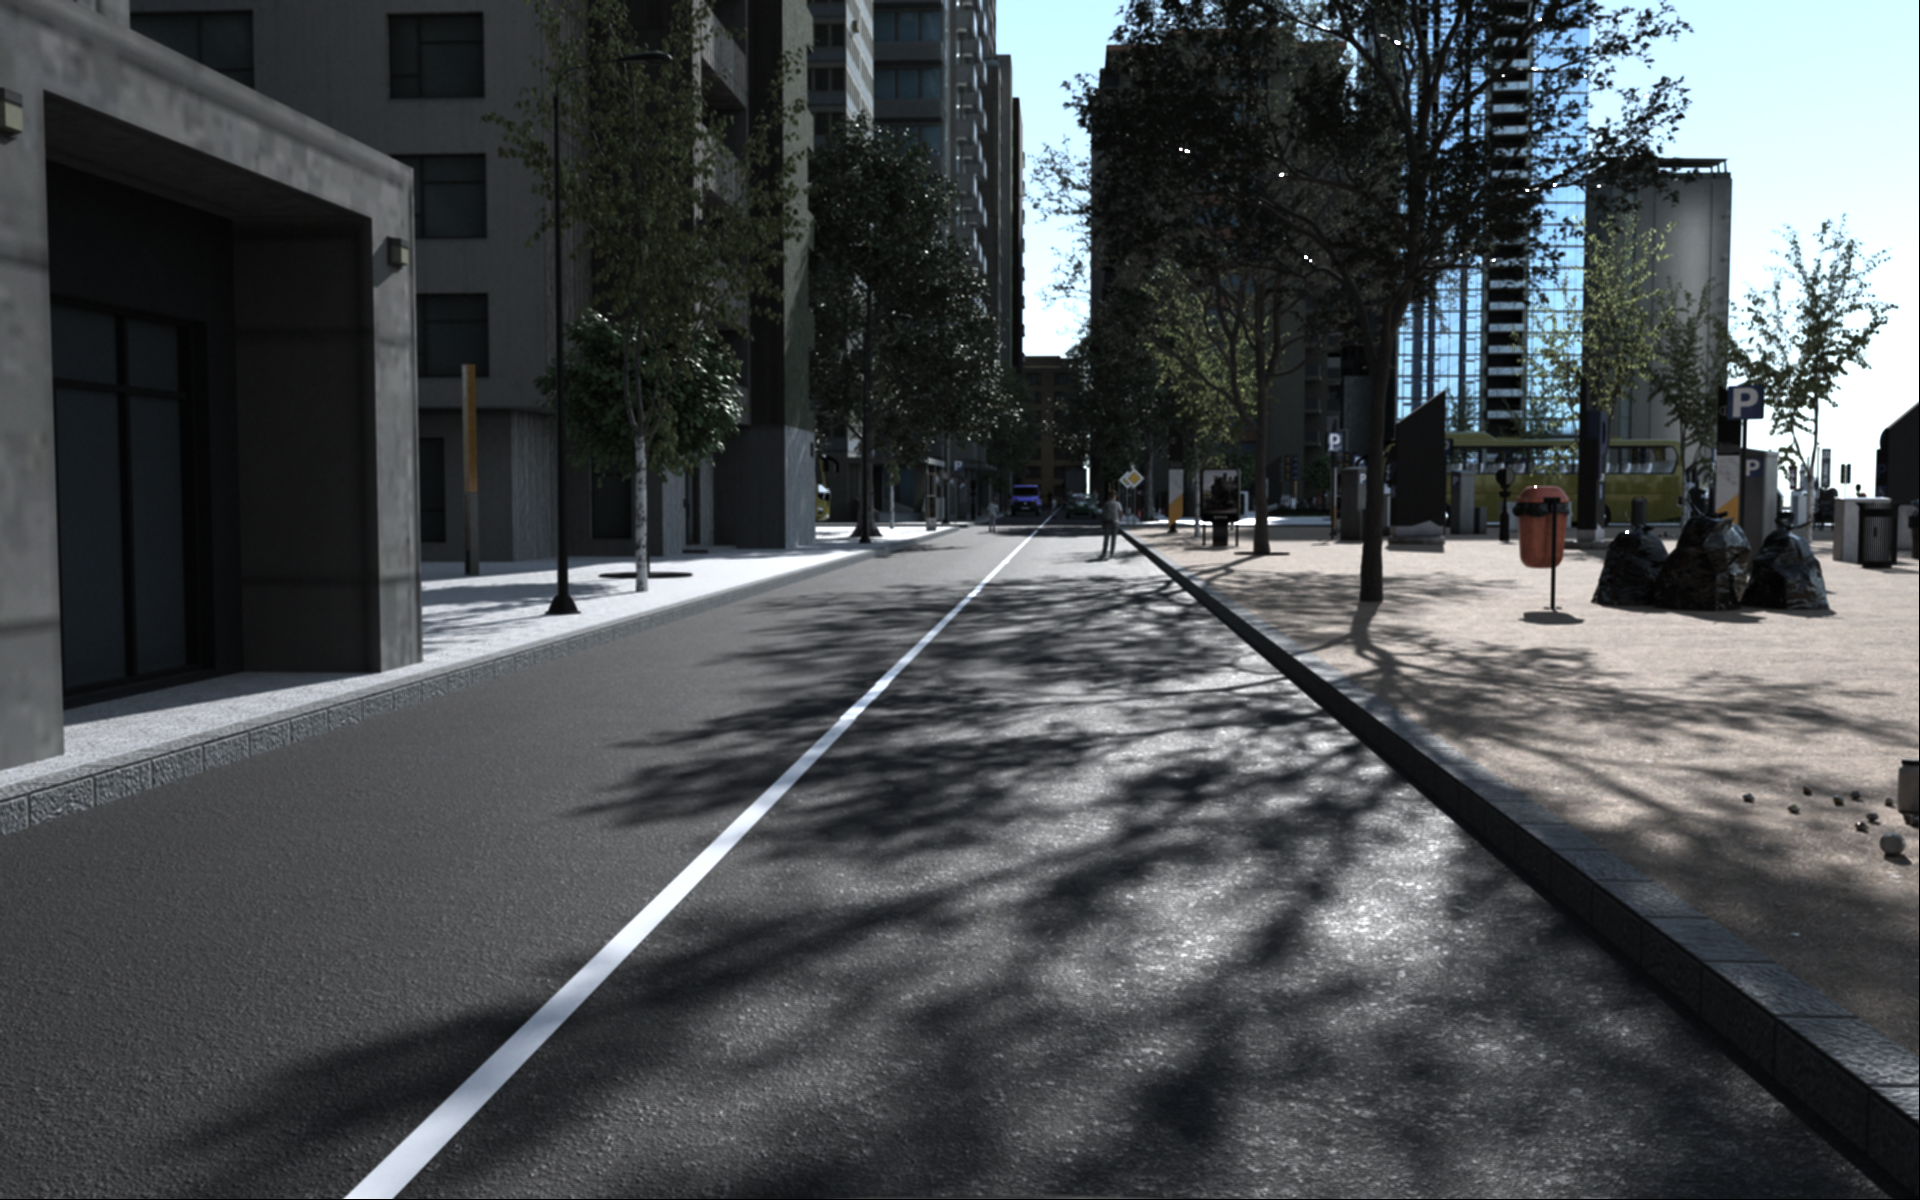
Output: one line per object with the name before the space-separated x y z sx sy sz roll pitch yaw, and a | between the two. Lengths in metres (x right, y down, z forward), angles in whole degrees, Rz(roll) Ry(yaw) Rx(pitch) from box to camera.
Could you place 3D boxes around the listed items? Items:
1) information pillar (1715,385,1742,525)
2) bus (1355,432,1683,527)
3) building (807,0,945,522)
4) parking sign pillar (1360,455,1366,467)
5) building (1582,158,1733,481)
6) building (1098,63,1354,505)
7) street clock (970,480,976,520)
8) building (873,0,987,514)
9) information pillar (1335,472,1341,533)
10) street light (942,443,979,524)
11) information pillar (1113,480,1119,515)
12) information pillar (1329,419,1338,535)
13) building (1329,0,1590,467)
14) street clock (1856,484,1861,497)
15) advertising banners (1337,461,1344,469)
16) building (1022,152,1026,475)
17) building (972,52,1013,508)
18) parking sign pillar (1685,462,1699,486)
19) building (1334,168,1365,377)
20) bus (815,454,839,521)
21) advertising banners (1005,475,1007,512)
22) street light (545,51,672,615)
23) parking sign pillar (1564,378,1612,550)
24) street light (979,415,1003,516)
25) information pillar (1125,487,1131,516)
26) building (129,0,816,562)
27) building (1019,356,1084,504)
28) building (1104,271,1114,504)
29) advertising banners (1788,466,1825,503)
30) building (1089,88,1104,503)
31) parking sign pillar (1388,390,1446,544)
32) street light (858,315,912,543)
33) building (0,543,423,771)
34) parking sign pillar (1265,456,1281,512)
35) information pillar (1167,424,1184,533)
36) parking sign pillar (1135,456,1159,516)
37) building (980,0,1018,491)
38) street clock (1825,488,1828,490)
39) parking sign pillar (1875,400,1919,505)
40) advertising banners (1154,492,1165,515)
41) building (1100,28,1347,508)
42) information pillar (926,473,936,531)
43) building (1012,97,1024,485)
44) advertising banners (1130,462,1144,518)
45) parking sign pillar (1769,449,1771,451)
information pillar | 16.411 -2.793 37.028 0.504 3.616 0.183 2 4 26
bus | 22.166 -4.738 69.016 12.252 3.916 2.896 0 4 4
building | -17.215 -24.136 86.501 32.217 40.220 23.993 0 4 4
parking sign pillar | 27.534 -7.976 118.874 1.447 3.967 1.447 0 4 2
building | 84.816 -32.370 212.851 14.086 41.232 14.154 0 4 4
building | 31.060 -37.958 209.858 28.713 52.752 27.495 0 4 4
street clock | 0.661 -5.016 86.584 0.358 2.002 0.471 0 4 7
building | -9.642 -30.664 120.971 23.786 49.044 30.456 0 4 4
information pillar | 12.699 -3.258 57.756 0.304 2.012 0.304 1 4 18
street light | -0.068 -6.247 74.672 1.470 5.913 1.316 0 4 4
information pillar | 8.119 -5.225 89.916 0.304 2.012 0.304 0 4 8
information pillar | 11.645 -3.829 53.964 0.183 3.616 0.504 0 4 1
building | 61.985 -54.864 209.701 31.000 86.520 22.319 0 4 4
street clock | 65.614 -7.460 126.546 0.358 2.002 0.471 1 4 12
advertising banners | 20.377 -5.713 89.588 2.074 3.025 0.090 1 4 8
building | -7.276 -36.325 213.526 30.456 49.044 23.786 0 4 4
building | -2.508 -28.947 156.876 14.154 41.232 14.086 0 4 4
parking sign pillar | 60.070 -9.417 142.438 1.447 3.967 1.447 -2 4 -26
building | 58.329 -37.694 240.003 21.600 48.544 21.300 0 4 4
bus | -11.289 -4.901 71.672 12.252 3.916 2.896 0 4 5
advertising banners | 3.330 -7.965 126.409 0.090 3.025 2.074 0 3 0
street light | -3.723 -2.804 18.381 1.470 5.913 1.316 0 4 4
parking sign pillar | 14.847 -3.192 40.655 1.447 3.967 1.447 2 4 29
street light | 1.704 -7.878 101.349 1.470 5.913 1.316 0 4 4
information pillar | 9.818 -5.912 101.146 0.304 2.012 0.304 -1 4 -11
building | -11.230 -16.288 38.008 14.160 30.474 14.107 0 4 4
building | 3.138 -24.621 247.590 28.899 21.520 27.650 0 4 4
building | 22.875 -25.600 190.265 14.160 30.474 14.107 0 4 4
advertising banners | 51.932 -6.737 106.341 2.074 3.025 0.090 2 4 34
building | 32.422 -42.817 242.060 28.212 58.520 21.231 0 4 4
parking sign pillar | 11.857 -3.450 44.877 1.447 3.967 1.447 0 4 -8
street light | -1.940 -4.435 45.056 1.470 5.913 1.316 0 4 4
building | -14.577 -34.798 7.207 20.563 71.187 20.611 0 4 4
parking sign pillar | 22.207 -8.255 123.443 1.447 3.967 1.447 -1 4 -14
information pillar | 7.183 -4.058 57.696 0.504 3.616 0.183 1 4 11
parking sign pillar | 11.069 -6.986 102.699 1.447 3.967 1.447 3 4 38
building | -4.579 -44.966 173.449 20.563 71.187 20.611 0 4 4
street clock | 62.708 -7.384 125.300 0.358 2.002 0.471 1 4 14
parking sign pillar | 26.216 -3.659 48.303 1.447 3.967 1.447 -1 4 -18
advertising banners | 12.559 -6.769 106.868 0.090 3.025 2.074 -2 4 -30
building | 24.832 -31.400 168.008 22.147 44.769 28.867 0 4 4
information pillar | -1.009 -3.435 60.649 0.304 2.012 0.304 -1 4 -16
building | -0.128 -33.174 192.499 14.600 45.320 14.200 0 4 4
advertising banners | 9.526 -5.851 91.844 0.090 3.025 2.074 3 4 36
parking sign pillar | 47.612 -7.011 103.107 1.447 3.967 1.447 -2 4 -24
